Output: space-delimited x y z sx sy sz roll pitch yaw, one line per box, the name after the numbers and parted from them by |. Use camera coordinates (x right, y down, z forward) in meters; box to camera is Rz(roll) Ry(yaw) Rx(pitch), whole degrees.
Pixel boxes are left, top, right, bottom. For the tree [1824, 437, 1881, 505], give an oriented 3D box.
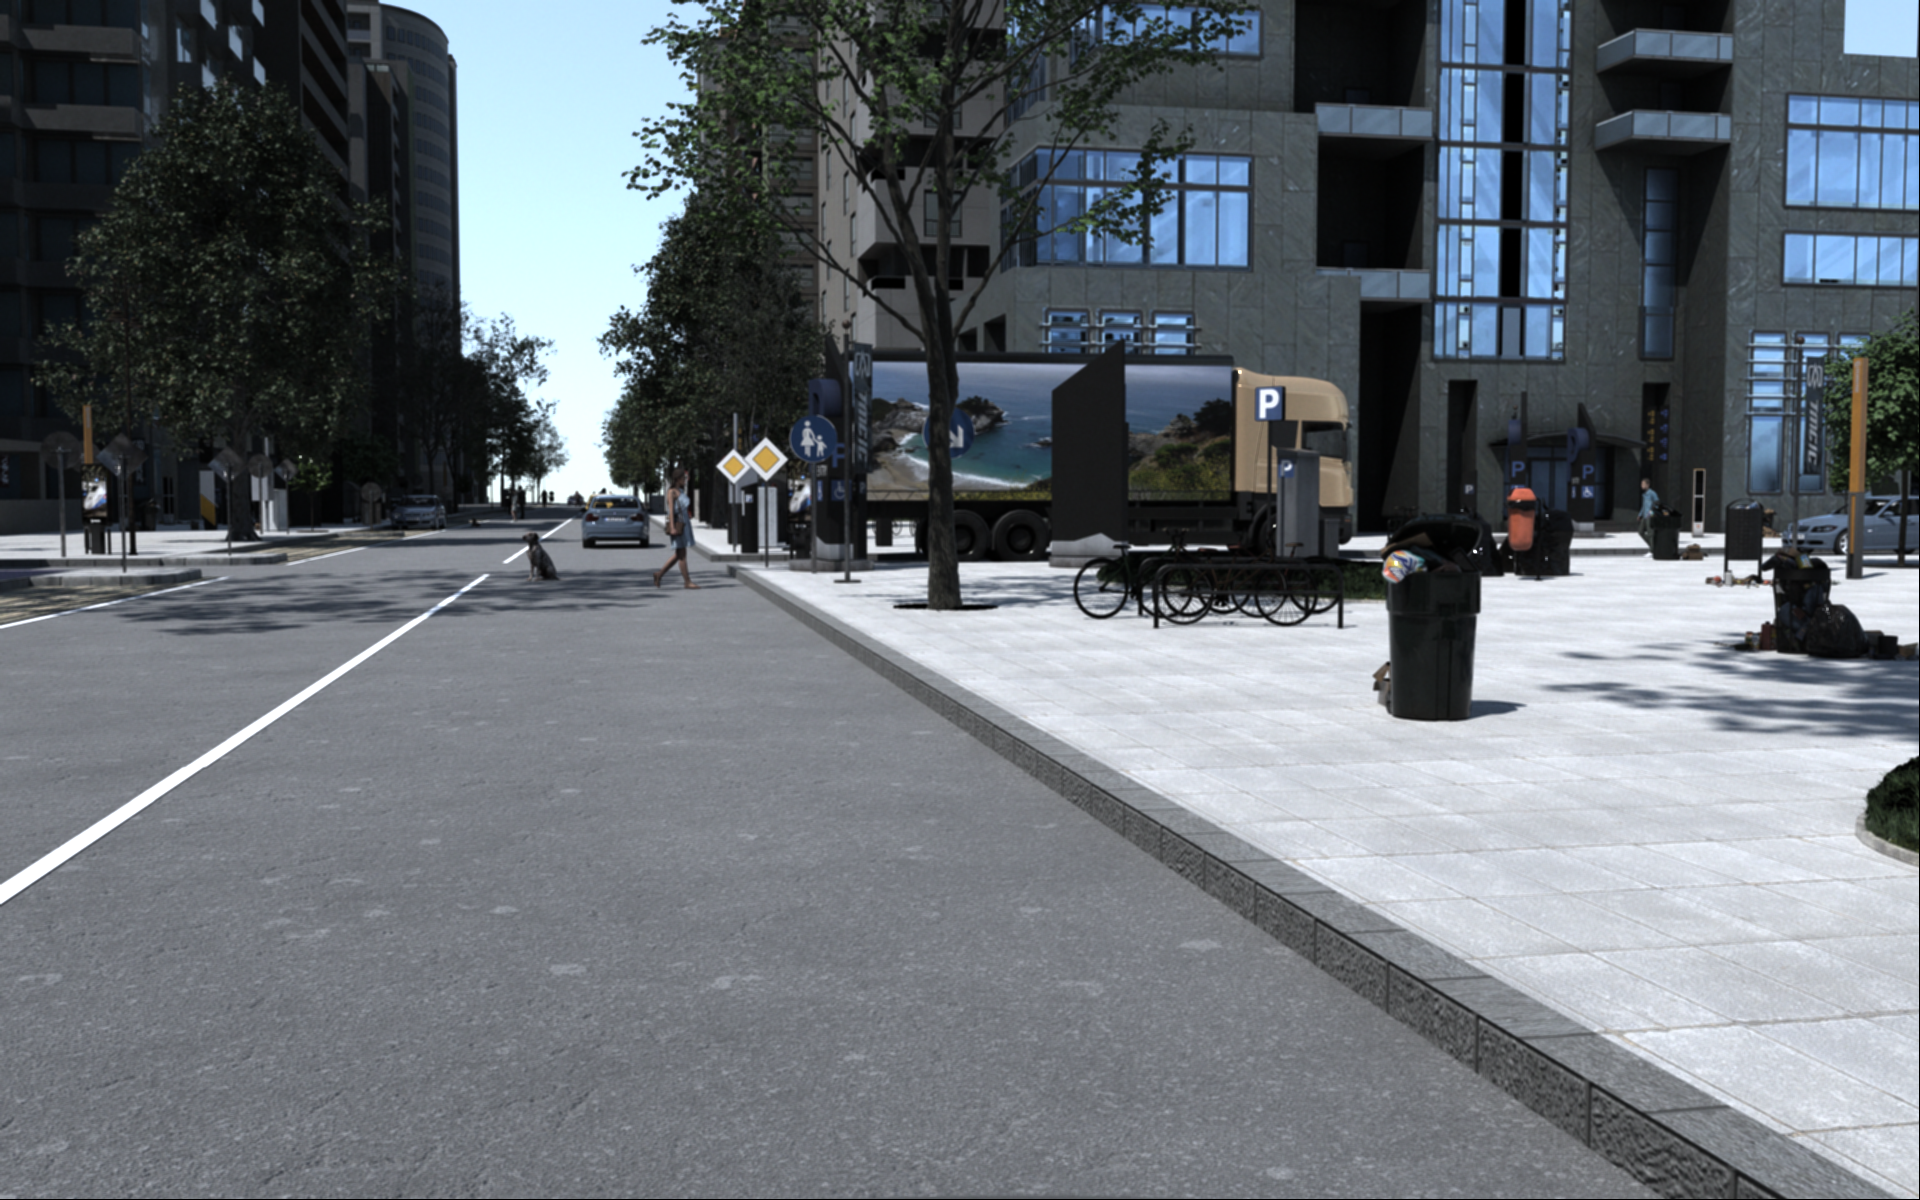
24.976 -3.318 48.846 1.663 3.219 1.824 0 3 0 | tree

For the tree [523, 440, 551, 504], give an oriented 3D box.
-60.122 -18.121 246.644 4.360 8.622 3.978 0 3 0 | tree

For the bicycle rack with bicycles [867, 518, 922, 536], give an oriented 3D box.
-1.602 -2.451 53.463 2.852 0.926 2.925 1 4 23 | bicycle rack with bicycles

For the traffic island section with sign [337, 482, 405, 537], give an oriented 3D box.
-19.660 -3.011 57.865 1.989 1.847 2.006 -1 4 -11 | traffic island section with sign

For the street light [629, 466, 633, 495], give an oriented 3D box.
-51.147 -18.053 267.952 0.468 5.910 1.993 -1 4 -11 | street light

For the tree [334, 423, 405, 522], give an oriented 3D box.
-27.081 -5.830 79.038 4.285 4.588 4.351 0 3 0 | tree

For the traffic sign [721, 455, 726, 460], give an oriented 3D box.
-7.208 -3.342 54.753 0.768 2.556 0.104 0 4 -7 | traffic sign

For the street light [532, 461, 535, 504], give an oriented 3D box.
-56.336 -15.661 228.841 0.468 5.910 1.993 -1 4 -11 | street light

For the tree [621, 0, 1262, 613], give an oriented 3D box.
-0.265 -5.711 19.124 9.928 11.665 9.643 0 3 0 | tree

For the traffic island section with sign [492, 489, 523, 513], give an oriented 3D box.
-34.951 -7.629 133.366 1.989 1.847 2.006 -1 4 -11 | traffic island section with sign

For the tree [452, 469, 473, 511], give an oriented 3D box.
-38.517 -8.529 134.046 1.663 3.219 1.824 0 3 0 | tree

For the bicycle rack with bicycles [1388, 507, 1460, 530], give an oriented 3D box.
12.787 -2.077 47.345 2.925 0.926 2.852 -2 4 -32 | bicycle rack with bicycles

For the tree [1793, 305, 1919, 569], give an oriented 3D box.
16.497 -2.855 30.390 4.285 4.588 4.351 0 3 0 | tree

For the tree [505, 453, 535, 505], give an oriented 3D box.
-54.298 -16.049 212.763 4.737 8.622 4.395 0 3 0 | tree

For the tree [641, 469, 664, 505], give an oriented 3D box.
-23.307 -8.366 131.383 1.663 3.219 1.824 0 3 0 | tree

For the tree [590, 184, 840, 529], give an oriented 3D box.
-8.865 -8.994 64.062 9.611 12.733 9.660 0 3 0 | tree

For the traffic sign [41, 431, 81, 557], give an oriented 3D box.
-18.201 -2.140 35.092 0.768 2.556 0.104 -1 4 -9 | traffic sign

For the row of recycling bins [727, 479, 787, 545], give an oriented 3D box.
-5.333 -2.358 45.674 1.069 1.692 3.534 1 4 10 | row of recycling bins

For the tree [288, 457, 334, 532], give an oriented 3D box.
-21.955 -3.894 58.268 1.663 3.219 1.824 0 3 0 | tree

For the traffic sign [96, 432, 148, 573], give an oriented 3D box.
-13.624 -1.501 28.192 0.795 2.450 0.064 -1 4 -11 | traffic sign

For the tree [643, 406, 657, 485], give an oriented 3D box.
-13.141 -8.088 82.600 4.360 8.622 3.978 0 3 0 | tree

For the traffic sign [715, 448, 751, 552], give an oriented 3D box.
-4.968 -2.105 38.064 0.795 2.450 0.064 -1 4 -11 | traffic sign

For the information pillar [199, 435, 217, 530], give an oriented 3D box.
-26.577 -4.270 61.164 0.504 3.616 0.183 0 4 -1 | information pillar

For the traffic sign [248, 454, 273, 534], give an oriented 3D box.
-22.196 -3.355 54.961 0.768 2.556 0.104 0 4 -7 | traffic sign

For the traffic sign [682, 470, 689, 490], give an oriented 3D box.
-14.365 -5.467 89.490 0.768 2.556 0.104 -1 4 -8 | traffic sign

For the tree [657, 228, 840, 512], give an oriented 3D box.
-5.436 -5.955 47.734 4.360 8.622 3.978 0 3 0 | tree

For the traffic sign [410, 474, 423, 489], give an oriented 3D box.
-34.014 -6.626 108.444 0.768 2.556 0.104 0 4 -5 | traffic sign

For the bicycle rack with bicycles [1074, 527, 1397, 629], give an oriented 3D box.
2.614 -0.254 17.539 2.925 0.926 2.852 0 4 2 | bicycle rack with bicycles

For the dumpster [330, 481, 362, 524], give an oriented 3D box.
-27.027 -4.298 76.027 1.264 1.857 1.865 -1 4 -12 | dumpster

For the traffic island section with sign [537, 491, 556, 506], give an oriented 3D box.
-51.467 -12.616 214.906 1.989 1.847 2.006 -1 4 -11 | traffic island section with sign

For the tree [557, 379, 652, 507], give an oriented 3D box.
-32.363 -16.335 177.453 12.009 13.543 11.850 0 3 0 | tree

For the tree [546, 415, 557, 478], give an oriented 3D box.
-62.256 -21.126 255.771 12.009 13.543 11.850 0 3 0 | tree

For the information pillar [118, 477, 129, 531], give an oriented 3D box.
-29.041 -3.402 60.120 0.304 2.012 0.304 -2 4 -27 | information pillar

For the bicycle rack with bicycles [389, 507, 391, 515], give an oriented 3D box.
-32.145 -5.452 102.527 2.925 0.926 2.852 -2 4 -31 | bicycle rack with bicycles

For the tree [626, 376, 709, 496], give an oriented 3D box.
-15.087 -8.649 91.771 4.737 8.622 4.395 0 3 0 | tree

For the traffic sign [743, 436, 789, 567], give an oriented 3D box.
-3.383 -1.627 30.237 0.795 2.450 0.064 -1 4 -11 | traffic sign

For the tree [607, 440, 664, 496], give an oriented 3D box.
-41.261 -18.614 222.470 7.486 12.596 7.792 0 3 0 | tree

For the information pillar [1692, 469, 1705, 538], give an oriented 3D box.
21.758 -2.847 51.034 0.304 2.012 0.304 1 4 18 | information pillar

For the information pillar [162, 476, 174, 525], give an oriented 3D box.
-32.655 -4.095 71.440 0.304 2.012 0.304 1 4 11 | information pillar

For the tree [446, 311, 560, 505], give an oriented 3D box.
-48.280 -19.974 182.469 12.611 20.169 13.585 0 3 0 | tree

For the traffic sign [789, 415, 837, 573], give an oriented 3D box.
-2.359 -1.702 27.933 0.768 2.556 0.104 0 4 -3 | traffic sign

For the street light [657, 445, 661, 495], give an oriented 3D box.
-19.772 -8.602 113.433 0.468 5.910 1.993 -1 4 -11 | street light

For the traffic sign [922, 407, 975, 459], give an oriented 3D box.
-0.166 -1.538 25.255 0.768 2.556 0.104 0 4 -3 | traffic sign

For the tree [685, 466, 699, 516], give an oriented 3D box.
-16.216 -6.683 103.860 1.663 3.219 1.824 0 3 0 | tree

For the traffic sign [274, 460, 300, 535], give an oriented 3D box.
-21.301 -3.281 54.836 0.795 2.450 0.064 -1 4 -10 | traffic sign

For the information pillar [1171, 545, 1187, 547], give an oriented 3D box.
5.268 -3.104 42.109 0.504 3.616 0.183 2 4 30 | information pillar

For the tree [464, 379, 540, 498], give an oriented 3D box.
-44.559 -15.398 169.883 7.486 12.596 7.792 0 3 0 | tree

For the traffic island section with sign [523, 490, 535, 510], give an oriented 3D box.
-40.305 -9.247 159.809 1.989 1.847 2.006 -1 4 -11 | traffic island section with sign

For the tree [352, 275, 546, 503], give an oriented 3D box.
-29.805 -11.440 97.417 12.009 13.543 11.850 0 3 0 | tree

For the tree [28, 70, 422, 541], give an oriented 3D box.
-19.660 -7.954 47.057 9.611 12.733 9.660 0 3 0 | tree

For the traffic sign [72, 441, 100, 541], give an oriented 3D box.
-20.858 -2.518 41.280 0.768 2.556 0.104 0 4 -6 | traffic sign

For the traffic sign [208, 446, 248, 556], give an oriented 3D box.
-15.209 -1.980 36.019 0.795 2.450 0.064 -1 4 -11 | traffic sign

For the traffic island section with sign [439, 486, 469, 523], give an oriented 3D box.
-25.153 -4.668 84.944 1.989 1.847 2.006 -1 4 -11 | traffic island section with sign

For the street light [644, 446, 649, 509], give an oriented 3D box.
-27.142 -10.836 149.957 0.468 5.910 1.993 -1 4 -11 | street light
